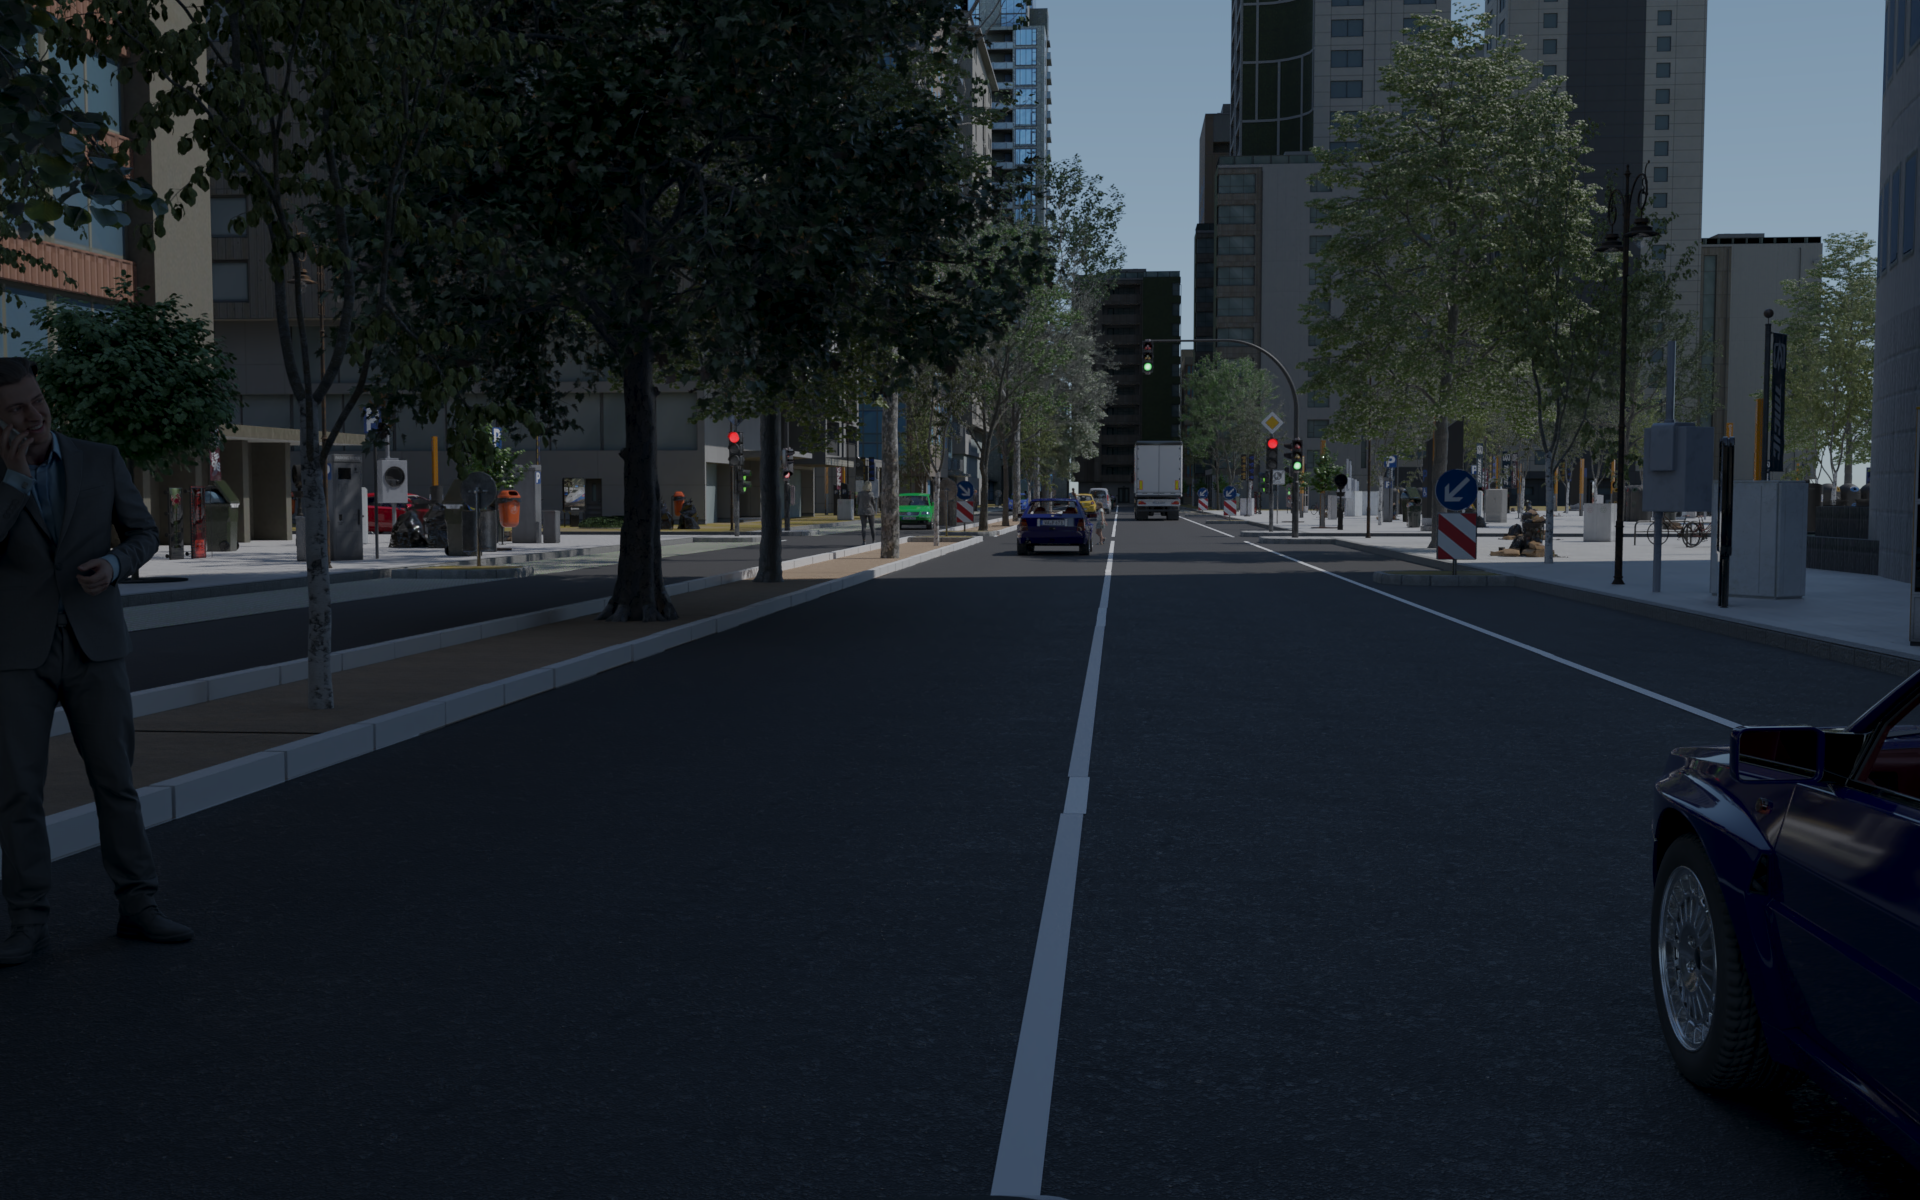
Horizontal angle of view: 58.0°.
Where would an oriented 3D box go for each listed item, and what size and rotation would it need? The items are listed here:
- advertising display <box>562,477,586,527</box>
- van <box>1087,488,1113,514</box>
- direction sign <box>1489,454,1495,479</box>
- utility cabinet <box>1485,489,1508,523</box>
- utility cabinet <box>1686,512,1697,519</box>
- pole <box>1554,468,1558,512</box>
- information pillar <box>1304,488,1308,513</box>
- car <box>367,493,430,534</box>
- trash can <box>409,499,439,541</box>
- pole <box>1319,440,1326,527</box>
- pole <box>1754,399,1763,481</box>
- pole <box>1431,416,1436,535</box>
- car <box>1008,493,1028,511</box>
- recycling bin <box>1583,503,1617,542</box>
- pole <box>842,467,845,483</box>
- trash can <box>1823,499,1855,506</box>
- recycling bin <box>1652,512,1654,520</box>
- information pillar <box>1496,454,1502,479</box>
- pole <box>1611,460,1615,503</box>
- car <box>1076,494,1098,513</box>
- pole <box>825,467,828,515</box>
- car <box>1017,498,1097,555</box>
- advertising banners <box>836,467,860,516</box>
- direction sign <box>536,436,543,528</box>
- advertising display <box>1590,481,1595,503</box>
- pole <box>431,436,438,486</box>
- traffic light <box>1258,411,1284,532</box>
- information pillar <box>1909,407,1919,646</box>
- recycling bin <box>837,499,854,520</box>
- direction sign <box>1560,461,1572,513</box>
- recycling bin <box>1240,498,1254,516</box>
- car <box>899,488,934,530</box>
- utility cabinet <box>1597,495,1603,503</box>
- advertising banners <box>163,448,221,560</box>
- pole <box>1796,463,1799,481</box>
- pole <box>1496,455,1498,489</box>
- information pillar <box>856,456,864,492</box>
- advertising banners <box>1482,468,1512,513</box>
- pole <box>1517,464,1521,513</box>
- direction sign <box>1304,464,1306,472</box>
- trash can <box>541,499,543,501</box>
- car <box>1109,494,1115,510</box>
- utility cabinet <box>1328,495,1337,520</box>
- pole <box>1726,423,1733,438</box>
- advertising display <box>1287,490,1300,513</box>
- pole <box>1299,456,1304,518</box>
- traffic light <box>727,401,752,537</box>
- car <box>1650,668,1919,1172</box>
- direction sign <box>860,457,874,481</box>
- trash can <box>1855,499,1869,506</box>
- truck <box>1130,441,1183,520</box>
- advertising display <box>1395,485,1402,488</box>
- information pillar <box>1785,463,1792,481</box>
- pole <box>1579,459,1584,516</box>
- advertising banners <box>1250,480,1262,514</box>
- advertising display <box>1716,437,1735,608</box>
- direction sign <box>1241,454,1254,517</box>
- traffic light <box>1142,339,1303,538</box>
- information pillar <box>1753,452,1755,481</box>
[{"bbox_3d":[-14.988,-3.797,67.289,0.974,1.923,0.123,-3,5,-43],"label":"advertising display"},{"bbox_3d":[10.230,-7.356,127.280,2.013,2.044,4.112,0,4,7],"label":"van"},{"bbox_3d":[30.409,-6.549,99.067,0.379,3.537,0.876,3,4,38],"label":"direction sign"},{"bbox_3d":[23.743,-4.161,76.710,0.318,1.500,1.173,-1,4,-18],"label":"utility cabinet"},{"bbox_3d":[38.203,-4.891,91.132,1.020,1.237,0.306,3,5,41],"label":"utility cabinet"},{"bbox_3d":[43.540,-8.115,126.519,0.158,3.312,0.155,0,3,0],"label":"pole"},{"bbox_3d":[23.662,-6.987,118.724,0.304,2.012,0.304,-2,4,-35],"label":"information pillar"},{"bbox_3d":[-18.183,-2.921,56.799,4.494,1.783,2.155,0,4,6],"label":"car"},{"bbox_3d":[-14.250,-2.106,46.081,0.748,1.137,0.748,0,3,0],"label":"trash can"},{"bbox_3d":[13.775,-4.401,65.803,0.158,3.312,0.155,0,3,0],"label":"pole"},{"bbox_3d":[17.116,-2.647,37.124,0.158,3.312,0.155,0,3,0],"label":"pole"},{"bbox_3d":[12.522,-3.161,45.530,0.158,3.312,0.155,0,3,0],"label":"pole"},{"bbox_3d":[4.887,-8.261,144.654,1.945,1.707,3.694,0,4,4],"label":"car"},{"bbox_3d":[17.261,-2.087,46.680,0.722,1.027,0.722,2,4,34],"label":"recycling bin"},{"bbox_3d":[-7.480,-7.176,111.167,0.158,3.312,0.155,0,3,0],"label":"pole"},{"bbox_3d":[20.847,-1.825,41.492,0.748,1.137,0.748,0,3,0],"label":"trash can"},{"bbox_3d":[34.615,-4.450,85.313,0.722,1.027,0.722,-3,4,-37],"label":"recycling bin"},{"bbox_3d":[31.610,-6.745,101.629,0.504,3.616,0.183,-2,4,-30],"label":"information pillar"},{"bbox_3d":[38.190,-6.574,101.324,0.158,3.312,0.155,0,3,0],"label":"pole"},{"bbox_3d":[8.326,-6.522,116.858,2.015,1.641,3.980,0,4,5],"label":"car"},{"bbox_3d":[-8.208,-6.887,106.451,0.158,3.312,0.155,0,3,0],"label":"pole"},{"bbox_3d":[2.332,-1.797,41.953,1.945,1.354,3.894,0,4,6],"label":"car"},{"bbox_3d":[-6.429,-6.324,99.588,0.090,3.025,2.074,3,5,41],"label":"advertising banners"},{"bbox_3d":[-15.722,-4.439,64.579,0.379,3.537,0.876,0,4,-7],"label":"direction sign"},{"bbox_3d":[30.395,-4.776,83.296,0.123,1.923,0.974,2,4,25],"label":"advertising display"},{"bbox_3d":[-18.606,-4.132,61.404,0.158,3.312,0.155,0,3,0],"label":"pole"},{"bbox_3d":[10.546,-4.269,58.713,0.839,4.253,0.868,0,4,5],"label":"traffic light"},{"bbox_3d":[8.227,-0.616,14.558,0.304,2.012,0.304,-3,5,-39],"label":"information pillar"},{"bbox_3d":[-5.630,-4.437,85.106,0.722,1.027,0.722,0,4,5],"label":"recycling bin"},{"bbox_3d":[40.998,-7.657,117.186,0.379,3.537,0.876,-3,4,-37],"label":"direction sign"},{"bbox_3d":[17.014,-5.510,102.640,0.722,1.027,0.722,1,4,19],"label":"recycling bin"},{"bbox_3d":[-1.886,-3.798,70.892,1.959,1.807,4.718,0,4,3],"label":"car"},{"bbox_3d":[44.191,-6.663,120.109,1.020,1.237,0.306,-2,4,-35],"label":"utility cabinet"},{"bbox_3d":[-15.216,-2.342,34.483,0.090,3.025,2.074,0,4,8],"label":"advertising banners"},{"bbox_3d":[55.787,-7.433,115.376,0.158,3.312,0.155,0,3,0],"label":"pole"},{"bbox_3d":[28.256,-5.942,90.995,0.158,3.312,0.155,0,3,0],"label":"pole"},{"bbox_3d":[-6.099,-6.955,105.062,0.504,3.616,0.183,0,4,-1],"label":"information pillar"},{"bbox_3d":[35.517,-7.255,114.805,2.074,3.025,0.090,0,4,1],"label":"advertising banners"},{"bbox_3d":[41.117,-8.165,127.340,0.158,3.312,0.155,0,3,0],"label":"pole"},{"bbox_3d":[25.667,-8.370,128.850,0.379,3.537,0.876,0,4,3],"label":"direction sign"},{"bbox_3d":[-12.220,-2.300,49.254,0.748,1.137,0.748,0,3,0],"label":"trash can"},{"bbox_3d":[13.321,-9.106,160.675,2.131,1.459,4.920,0,4,6],"label":"car"},{"bbox_3d":[18.730,-4.643,87.071,0.306,1.237,1.020,0,4,2],"label":"utility cabinet"},{"bbox_3d":[22.069,-3.420,49.757,0.158,3.312,0.155,0,3,0],"label":"pole"},{"bbox_3d":[22.063,-6.687,114.546,0.974,1.923,0.123,-1,4,-10],"label":"advertising display"},{"bbox_3d":[18.350,-6.063,92.969,0.158,3.312,0.155,0,3,0],"label":"pole"},{"bbox_3d":[-6.729,-3.874,52.263,0.839,4.253,0.868,0,4,5],"label":"traffic light"},{"bbox_3d":[2.490,0.589,2.946,1.945,1.354,3.894,0,4,6],"label":"car"},{"bbox_3d":[-5.672,-6.965,105.880,0.876,3.537,0.379,0,4,5],"label":"direction sign"},{"bbox_3d":[26.010,-2.323,49.637,0.748,1.137,0.748,0,3,0],"label":"trash can"},{"bbox_3d":[11.026,-6.628,97.278,2.839,4.237,11.283,0,4,5],"label":"truck"},{"bbox_3d":[32.915,-7.657,130.401,0.123,1.923,0.974,-1,4,-20],"label":"advertising display"},{"bbox_3d":[61.884,-8.443,129.393,0.504,3.616,0.183,-1,4,-11],"label":"information pillar"},{"bbox_3d":[36.057,-6.521,100.466,0.158,3.312,0.155,0,3,0],"label":"pole"},{"bbox_3d":[18.832,-6.978,110.279,0.090,3.025,2.074,-1,4,-10],"label":"advertising banners"},{"bbox_3d":[8.776,-0.897,19.876,0.123,1.923,0.974,1,4,21],"label":"advertising display"},{"bbox_3d":[16.374,-6.526,98.700,0.876,3.537,0.379,3,5,42],"label":"direction sign"},{"bbox_3d":[7.723,-4.657,50.812,4.771,5.953,1.251,0,4,5],"label":"traffic light"},{"bbox_3d":[44.543,-6.445,96.727,0.504,3.616,0.183,3,5,43],"label":"information pillar"}]
